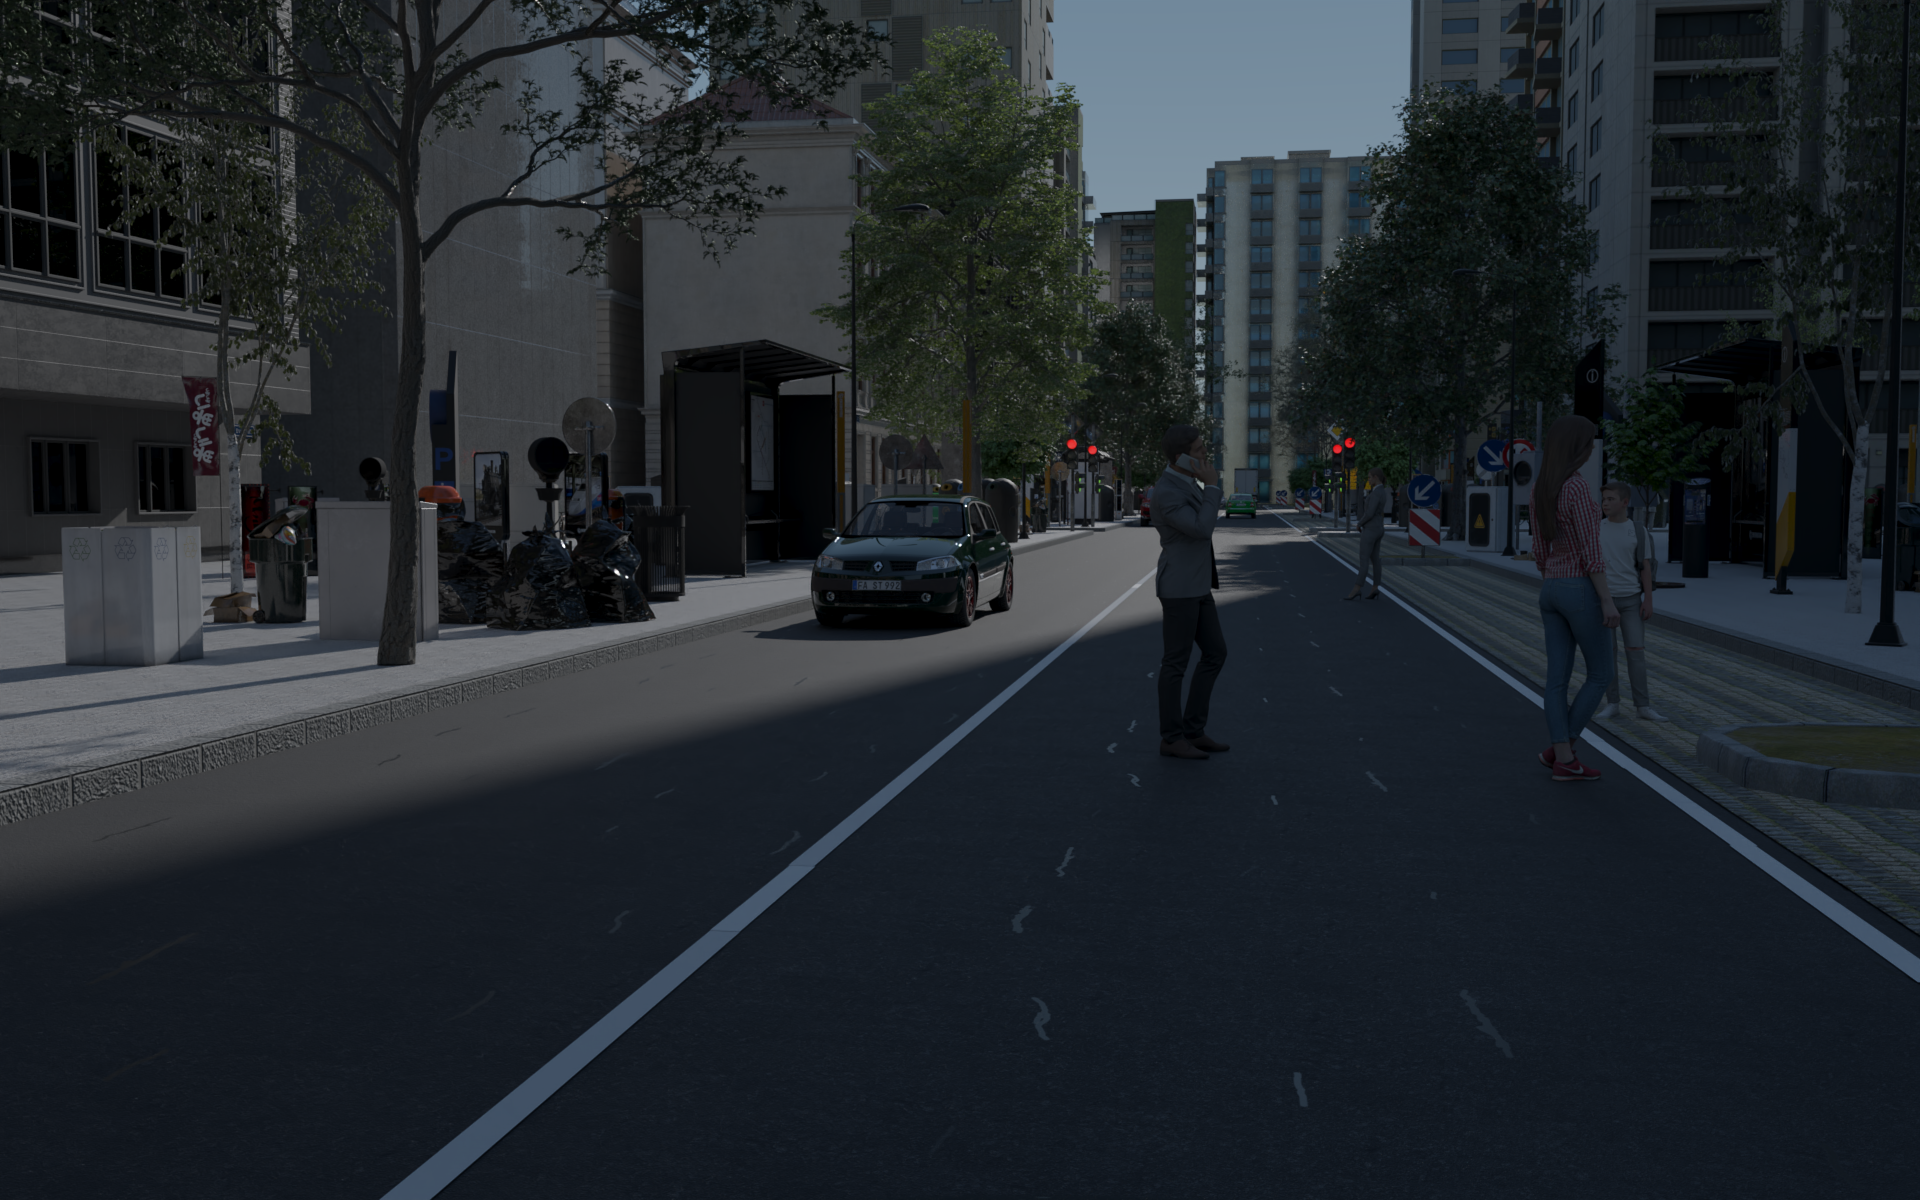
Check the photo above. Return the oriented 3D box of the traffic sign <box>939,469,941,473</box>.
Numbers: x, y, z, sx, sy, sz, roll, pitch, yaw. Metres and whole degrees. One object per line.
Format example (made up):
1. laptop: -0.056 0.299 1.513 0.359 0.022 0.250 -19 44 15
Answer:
1. traffic sign: -0.344 -3.571 58.492 0.768 2.556 0.104 1 4 17

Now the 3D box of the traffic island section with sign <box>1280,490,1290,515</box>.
1. traffic island section with sign: 22.755 -6.608 116.668 1.989 1.847 2.006 1 4 9

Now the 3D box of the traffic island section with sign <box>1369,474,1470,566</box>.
1. traffic island section with sign: 9.254 -1.627 35.230 1.989 1.847 2.006 1 4 9

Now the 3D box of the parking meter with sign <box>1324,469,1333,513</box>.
1. parking meter with sign: 25.691 -7.604 120.593 0.543 3.016 1.738 1 4 18

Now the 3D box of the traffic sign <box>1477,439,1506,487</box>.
1. traffic sign: 12.430 -2.465 40.403 0.768 2.556 0.104 1 4 13

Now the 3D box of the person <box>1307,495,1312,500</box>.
1. person: 44.530 -12.943 220.651 0.750 1.759 0.617 1 4 12

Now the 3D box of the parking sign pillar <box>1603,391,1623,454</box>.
1. parking sign pillar: 14.909 -3.173 40.344 1.447 3.967 1.447 -1 4 -9

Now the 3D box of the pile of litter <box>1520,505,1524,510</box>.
1. pile of litter: 31.724 -5.182 98.683 1.176 0.858 1.719 0 4 -8

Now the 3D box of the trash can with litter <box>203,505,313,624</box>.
1. trash can with litter: -7.014 -0.359 17.259 1.055 1.170 0.624 0 4 5

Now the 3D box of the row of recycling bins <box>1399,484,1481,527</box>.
1. row of recycling bins: 18.780 -3.704 67.674 3.534 1.692 1.069 -1 4 -15

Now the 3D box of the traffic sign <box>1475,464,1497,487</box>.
1. traffic sign: 19.471 -3.916 64.140 0.768 2.556 0.104 1 4 16

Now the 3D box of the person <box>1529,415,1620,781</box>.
1. person: 3.077 -0.008 8.646 0.388 1.821 0.555 -2 4 -25

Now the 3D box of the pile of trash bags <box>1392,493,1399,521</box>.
1. pile of trash bags: 21.602 -4.479 82.979 1.912 1.369 3.447 -1 4 -12

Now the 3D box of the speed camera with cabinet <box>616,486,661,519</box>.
1. speed camera with cabinet: -6.388 -2.631 37.357 2.038 3.252 0.660 -1 4 -13

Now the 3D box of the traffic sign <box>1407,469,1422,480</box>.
1. traffic sign: 23.268 -5.417 88.678 0.768 2.556 0.104 1 4 14

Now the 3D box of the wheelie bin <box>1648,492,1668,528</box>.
1. wheelie bin: 26.441 -3.536 65.729 0.693 1.594 0.980 3 4 37

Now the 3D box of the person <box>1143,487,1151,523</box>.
1. person: 9.326 -4.730 86.005 0.590 1.801 0.661 0 4 -2

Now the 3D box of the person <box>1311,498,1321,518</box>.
1. person: 19.367 -5.266 94.376 0.755 1.850 0.659 3 4 36

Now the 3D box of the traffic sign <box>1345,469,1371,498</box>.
1. traffic sign: 25.594 -7.123 110.332 2.265 3.308 0.079 1 4 19

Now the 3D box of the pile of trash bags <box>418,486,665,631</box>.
1. pile of trash bags: -4.712 -0.498 17.891 3.447 1.369 1.912 3 5 44

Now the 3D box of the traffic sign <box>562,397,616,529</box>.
1. traffic sign: -4.887 -1.387 22.789 0.768 2.556 0.104 1 4 13

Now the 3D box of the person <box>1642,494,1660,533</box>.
1. person: 23.636 -3.101 59.395 0.606 1.804 0.583 1 4 11

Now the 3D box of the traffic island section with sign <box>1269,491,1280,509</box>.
1. traffic island section with sign: 30.953 -9.637 166.198 1.989 1.847 2.006 1 4 9

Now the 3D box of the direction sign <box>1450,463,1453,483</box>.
1. direction sign: 35.841 -8.152 125.288 0.379 3.537 0.876 -3 5 -42

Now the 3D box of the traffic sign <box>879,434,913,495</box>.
1. traffic sign: -1.374 -2.254 36.961 0.768 2.556 0.104 1 4 16

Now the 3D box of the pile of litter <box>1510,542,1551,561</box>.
1. pile of litter: 11.418 -1.180 33.260 1.176 0.858 1.719 -2 4 -26

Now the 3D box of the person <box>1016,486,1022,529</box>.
1. person: 2.103 -3.410 64.795 0.519 1.759 0.362 3 5 42

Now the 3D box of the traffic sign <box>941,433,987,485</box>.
1. traffic sign: 0.461 -3.881 57.331 2.265 3.308 0.079 1 4 16

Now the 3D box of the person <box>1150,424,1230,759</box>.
1. person: 1.265 -0.047 9.448 0.473 1.802 0.592 2 4 31

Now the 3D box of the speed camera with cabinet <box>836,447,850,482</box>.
1. speed camera with cabinet: -4.812 -4.754 72.069 0.660 3.252 2.038 -1 4 -12

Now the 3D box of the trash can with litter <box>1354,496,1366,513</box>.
1. trash can with litter: 27.770 -6.653 120.157 0.624 1.170 1.055 -3 5 -43

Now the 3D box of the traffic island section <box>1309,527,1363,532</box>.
1. traffic island section: 14.309 -2.662 65.808 2.009 0.180 2.903 1 4 9

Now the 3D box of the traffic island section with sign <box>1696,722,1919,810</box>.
1. traffic island section with sign: 4.852 0.000 8.635 1.989 1.847 2.006 1 4 9

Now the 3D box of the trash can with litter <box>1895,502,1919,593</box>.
1. trash can with litter: 12.667 -0.695 22.751 0.624 1.170 1.055 0 4 -8

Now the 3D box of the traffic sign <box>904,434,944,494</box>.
1. traffic sign: -0.775 -2.287 37.397 0.884 2.594 0.081 1 4 13

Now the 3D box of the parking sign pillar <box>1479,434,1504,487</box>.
1. parking sign pillar: 22.877 -5.266 74.572 1.447 3.967 1.447 -3 5 -41

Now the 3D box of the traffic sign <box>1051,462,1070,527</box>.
1. traffic sign: 3.922 -4.155 68.038 0.768 2.556 0.104 1 4 15

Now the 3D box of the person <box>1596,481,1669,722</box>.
1. person: 4.210 0.007 10.982 0.503 1.515 0.523 0 4 -8

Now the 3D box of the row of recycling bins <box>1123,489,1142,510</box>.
1. row of recycling bins: 14.614 -7.953 137.136 3.534 1.692 1.069 1 4 22

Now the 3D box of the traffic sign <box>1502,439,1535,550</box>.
1. traffic sign: 12.858 -2.433 39.885 0.768 2.556 0.104 1 4 12

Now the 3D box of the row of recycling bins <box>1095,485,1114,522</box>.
1. row of recycling bins: 6.486 -4.564 81.732 1.069 1.692 3.534 -1 4 -11

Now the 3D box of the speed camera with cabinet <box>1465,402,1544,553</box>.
1. speed camera with cabinet: 11.938 -2.653 37.708 0.660 3.252 2.038 -2 4 -26

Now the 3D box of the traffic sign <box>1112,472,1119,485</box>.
1. traffic sign: 7.387 -5.122 84.927 0.795 2.450 0.064 1 4 10

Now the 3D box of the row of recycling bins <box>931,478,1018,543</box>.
1. row of recycling bins: 0.490 -2.434 46.916 1.069 1.692 3.534 -2 4 -28

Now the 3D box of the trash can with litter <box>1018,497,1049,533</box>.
1. trash can with litter: 2.382 -2.801 57.186 1.055 1.170 0.624 1 4 21

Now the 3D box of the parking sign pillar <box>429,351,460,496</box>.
1. parking sign pillar: -9.495 -2.661 31.976 1.447 3.967 1.447 -1 4 -13

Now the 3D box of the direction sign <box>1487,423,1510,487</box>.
1. direction sign: 17.191 -3.875 55.360 0.876 3.537 0.379 -1 4 -22

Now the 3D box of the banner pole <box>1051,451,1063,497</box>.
1. banner pole: 4.921 -6.047 88.887 0.863 3.779 0.401 2 4 34

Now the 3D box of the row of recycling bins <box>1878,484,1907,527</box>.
1. row of recycling bins: 36.046 -3.769 68.737 3.534 1.692 1.069 2 4 32

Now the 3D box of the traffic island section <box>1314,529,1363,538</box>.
1. traffic island section: 13.004 -2.180 57.930 2.009 0.180 2.903 1 4 9

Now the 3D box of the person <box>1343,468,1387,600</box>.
1. person: 5.506 -0.903 23.536 0.573 1.790 0.520 1 4 10

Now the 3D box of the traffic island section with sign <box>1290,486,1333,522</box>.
1. traffic island section with sign: 18.343 -4.982 90.075 1.989 1.847 2.006 1 4 9

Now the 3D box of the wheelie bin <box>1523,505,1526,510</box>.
1. wheelie bin: 33.896 -5.927 104.810 0.980 1.594 0.693 -1 4 -9

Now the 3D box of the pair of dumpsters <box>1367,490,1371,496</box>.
1. pair of dumpsters: 27.478 -6.756 112.957 1.574 2.255 4.437 1 4 10

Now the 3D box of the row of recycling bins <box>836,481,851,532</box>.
1. row of recycling bins: -3.728 -2.869 54.014 1.069 1.692 3.534 0 4 1

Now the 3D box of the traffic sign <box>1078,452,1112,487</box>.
1. traffic sign: 6.326 -5.565 84.862 2.265 3.308 0.079 1 4 13

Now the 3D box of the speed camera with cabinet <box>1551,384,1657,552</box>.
1. speed camera with cabinet: 11.454 -2.226 30.727 2.038 3.252 0.660 -2 4 -27

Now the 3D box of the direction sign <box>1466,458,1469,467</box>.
1. direction sign: 31.238 -7.063 107.471 0.876 3.537 0.379 -2 4 -29

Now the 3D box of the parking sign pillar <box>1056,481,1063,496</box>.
1. parking sign pillar: 6.888 -7.583 112.451 1.447 3.967 1.447 3 4 39
